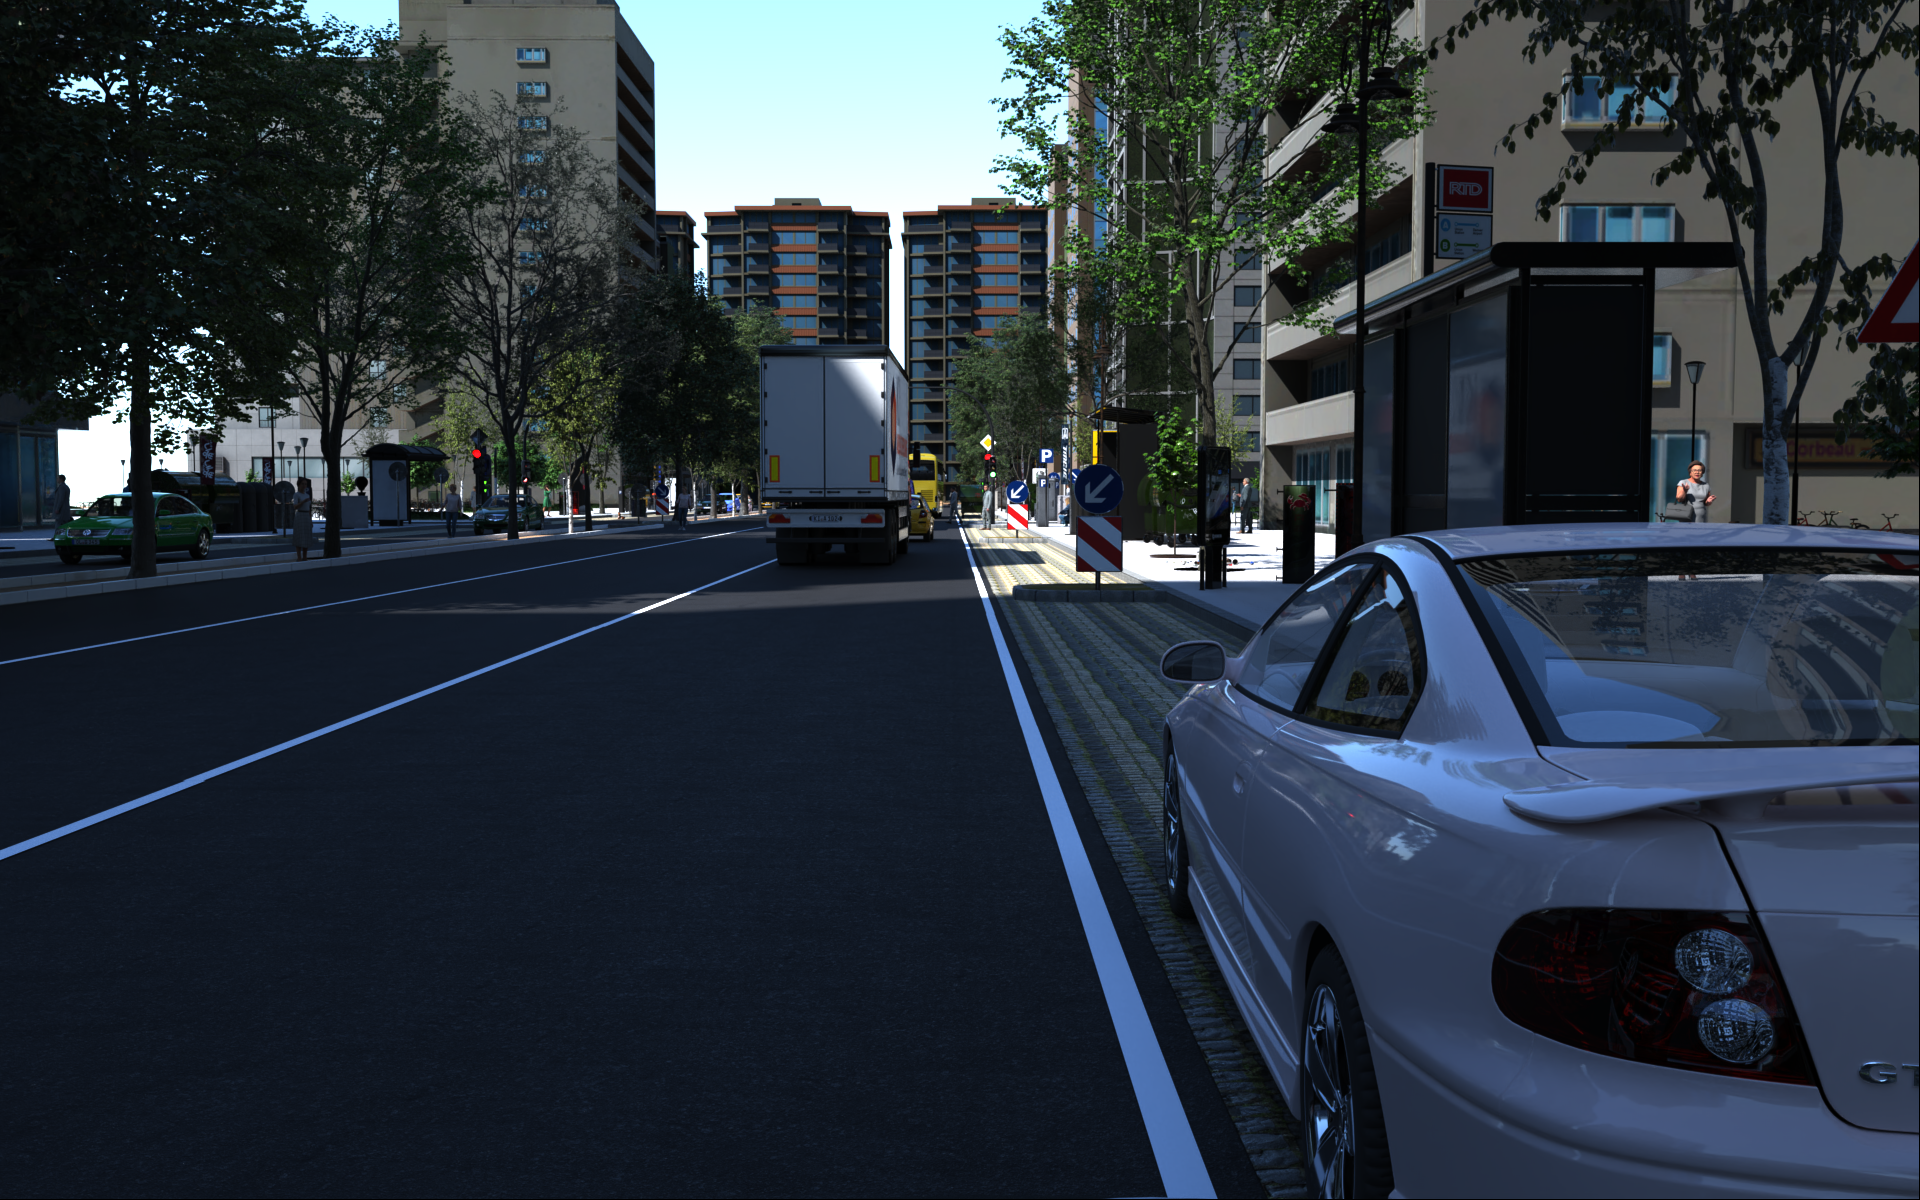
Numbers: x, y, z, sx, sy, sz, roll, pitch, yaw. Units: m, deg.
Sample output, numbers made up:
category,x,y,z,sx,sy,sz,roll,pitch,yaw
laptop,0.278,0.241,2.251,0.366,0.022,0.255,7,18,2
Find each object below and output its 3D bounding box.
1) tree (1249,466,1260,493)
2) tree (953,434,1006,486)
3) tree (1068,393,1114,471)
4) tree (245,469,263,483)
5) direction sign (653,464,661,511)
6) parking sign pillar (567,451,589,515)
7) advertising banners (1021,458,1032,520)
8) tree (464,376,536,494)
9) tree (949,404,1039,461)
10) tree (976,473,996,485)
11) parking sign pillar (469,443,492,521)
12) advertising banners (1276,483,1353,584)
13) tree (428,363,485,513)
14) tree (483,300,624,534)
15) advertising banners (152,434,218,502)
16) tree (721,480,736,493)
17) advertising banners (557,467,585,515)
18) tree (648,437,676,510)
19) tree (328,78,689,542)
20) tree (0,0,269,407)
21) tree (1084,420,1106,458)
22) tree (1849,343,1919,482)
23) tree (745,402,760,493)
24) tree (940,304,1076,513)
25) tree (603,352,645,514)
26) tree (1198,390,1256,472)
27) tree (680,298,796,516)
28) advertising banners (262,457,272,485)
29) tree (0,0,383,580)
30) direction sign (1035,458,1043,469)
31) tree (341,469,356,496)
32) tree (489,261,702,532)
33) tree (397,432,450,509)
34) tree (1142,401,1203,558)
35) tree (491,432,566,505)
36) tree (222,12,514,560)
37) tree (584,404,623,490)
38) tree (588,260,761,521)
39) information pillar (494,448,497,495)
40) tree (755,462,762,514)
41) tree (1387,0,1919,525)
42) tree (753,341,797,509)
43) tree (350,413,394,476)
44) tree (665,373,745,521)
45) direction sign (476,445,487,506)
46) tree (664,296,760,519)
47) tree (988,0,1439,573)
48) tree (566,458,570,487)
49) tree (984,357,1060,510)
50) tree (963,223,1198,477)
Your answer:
category,x,y,z,sx,sy,sz,roll,pitch,yaw
tree,18.310,-6.685,103.897,1.663,3.219,1.824,0,3,0
tree,3.724,-19.271,232.084,9.611,12.733,9.660,0,3,0
tree,9.334,-10.814,127.173,4.737,8.622,4.395,0,3,0
tree,-49.098,-7.659,119.825,1.663,3.219,1.824,0,3,0
direction sign,-23.144,-8.582,132.311,0.876,3.537,0.379,3,4,36
parking sign pillar,-23.594,-7.253,107.062,1.447,3.967,1.447,-3,5,-44
advertising banners,3.231,-5.404,84.547,0.090,3.025,2.074,1,4,16
tree,-27.355,-9.354,103.302,4.360,8.622,3.978,0,3,0
tree,3.927,-15.849,169.500,12.009,13.543,11.850,0,3,0
tree,3.308,-12.986,196.029,4.285,4.588,4.351,0,3,0
parking sign pillar,-23.057,-5.833,83.844,1.447,3.967,1.447,0,4,1
advertising banners,5.528,-1.729,24.454,2.074,3.025,0.090,1,4,18
tree,-27.959,-8.990,97.356,4.737,8.622,4.395,0,3,0
tree,-13.480,-6.539,59.732,4.737,8.622,4.395,0,3,0
advertising banners,-22.543,-3.300,50.141,2.074,3.025,0.090,-1,4,-14
tree,-24.322,-11.393,180.874,1.663,3.219,1.824,0,3,0
advertising banners,-23.506,-6.691,105.581,2.074,3.025,0.090,0,4,2
tree,-23.303,-11.451,137.585,4.360,8.622,3.978,0,3,0
tree,-13.297,-8.459,51.126,12.009,13.543,11.850,0,3,0
tree,-13.615,-6.138,19.824,9.611,12.733,9.660,0,3,0
tree,13.195,-12.424,153.489,4.360,8.622,3.978,0,3,0
tree,8.679,-1.269,15.349,1.663,3.219,1.824,0,3,0
tree,-13.830,-9.354,105.761,4.737,8.622,4.395,0,3,0
tree,3.450,-12.939,118.201,9.857,13.997,8.962,0,3,0
tree,-23.097,-11.390,111.975,9.928,11.665,9.643,0,3,0
tree,18.819,-10.563,123.060,4.737,8.622,4.395,0,3,0
tree,-14.150,-12.469,112.979,9.857,13.997,8.962,0,3,0
advertising banners,-33.625,-5.259,82.164,2.074,3.025,0.090,-1,4,-21
tree,-13.583,-6.608,28.624,7.486,12.596,7.792,0,3,0
direction sign,4.834,-7.112,108.271,0.876,3.537,0.379,3,5,41
tree,-46.872,-8.426,132.360,1.663,3.219,1.824,0,3,0
tree,-14.096,-7.893,65.926,8.767,10.594,7.601,0,4,0
tree,-28.893,-6.630,92.115,4.285,4.588,4.351,0,3,0
tree,4.252,-2.461,34.846,1.663,3.219,1.824,0,3,0
tree,-23.376,-6.604,91.688,4.285,4.588,4.351,0,3,0
tree,-13.632,-6.681,37.442,9.928,11.665,9.643,0,3,0
tree,-29.480,-11.775,142.882,4.360,8.622,3.978,0,3,0
tree,-13.725,-10.093,84.493,9.611,12.733,9.660,0,3,0
information pillar,-23.614,-5.918,88.116,0.183,3.616,0.504,0,4,-8
tree,-14.019,-11.317,121.896,8.767,10.594,7.601,0,4,0
tree,4.488,-3.630,9.709,4.360,8.622,3.978,0,3,0
tree,-14.164,-13.386,131.693,12.009,13.543,11.850,0,3,0
tree,-49.868,-12.089,148.011,4.360,8.622,3.978,0,3,0
tree,-14.055,-8.505,91.876,4.737,8.622,4.395,0,3,0
direction sign,-22.237,-5.418,80.576,0.379,3.537,0.876,1,4,13
tree,-14.044,-10.848,97.956,7.486,12.596,7.792,0,3,0
tree,4.021,-6.291,28.620,9.928,11.665,9.643,0,3,0
tree,-31.756,-9.254,135.013,4.285,4.588,4.351,0,3,0
tree,3.259,-8.431,88.212,4.360,8.622,3.978,0,3,0
tree,4.902,-7.648,59.450,7.601,10.594,8.767,1,4,14
